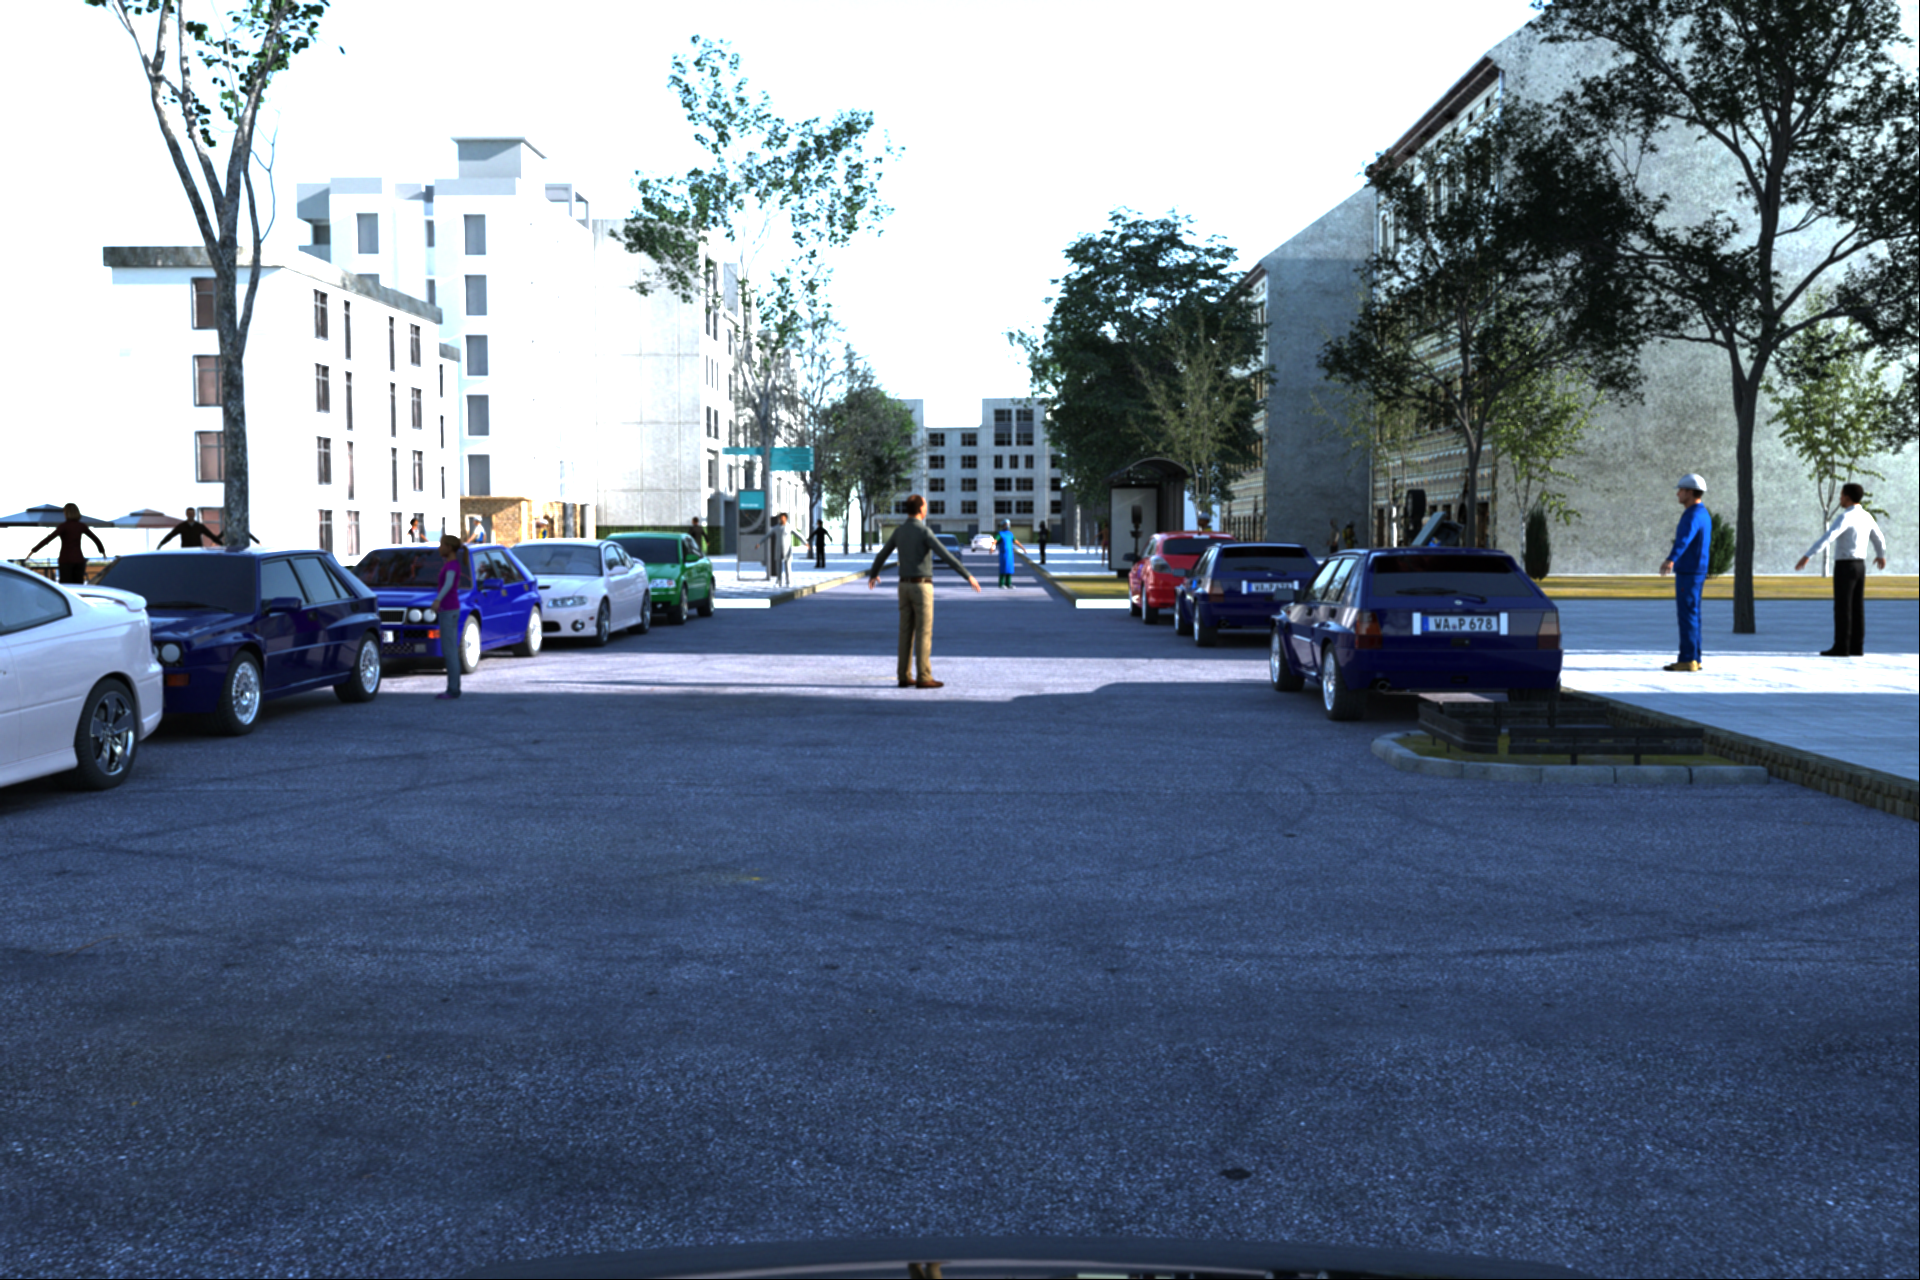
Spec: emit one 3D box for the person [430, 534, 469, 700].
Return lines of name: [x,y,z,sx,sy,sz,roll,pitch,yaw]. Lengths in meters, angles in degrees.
person: [-4.500,-0.204,15.061,0.599,1.433,0.991,-1,4,-11]

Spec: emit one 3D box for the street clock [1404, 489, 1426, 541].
street clock: [7.359,-1.434,28.010,0.358,2.002,0.471,0,4,1]

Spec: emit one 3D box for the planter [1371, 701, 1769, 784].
planter: [3.677,0.624,10.946,1.991,0.319,1.994,0,4,2]

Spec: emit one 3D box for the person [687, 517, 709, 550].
person: [-8.144,-2.876,53.245,0.704,1.802,1.346,2,4,35]

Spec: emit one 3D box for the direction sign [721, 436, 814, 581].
direction sign: [-5.249,-3.625,48.024,2.525,3.948,1.411,0,4,2]

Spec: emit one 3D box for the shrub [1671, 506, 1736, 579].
shrub: [21.198,-2.768,49.294,1.661,2.075,1.752,0,3,0]

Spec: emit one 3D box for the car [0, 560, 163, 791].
car: [-5.710,0.241,8.421,2.083,1.381,4.827,0,4,1]

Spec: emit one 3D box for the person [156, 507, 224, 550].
person: [-15.166,-1.716,34.202,1.346,1.812,0.704,-2,4,-30]

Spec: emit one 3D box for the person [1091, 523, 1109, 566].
person: [5.839,-3.812,69.126,1.217,1.733,0.721,0,4,7]

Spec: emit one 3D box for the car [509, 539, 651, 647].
car: [-5.424,-0.683,23.528,2.083,1.381,4.827,0,4,1]

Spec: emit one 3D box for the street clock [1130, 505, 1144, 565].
street clock: [4.417,-2.368,43.286,0.358,2.002,0.471,0,4,2]

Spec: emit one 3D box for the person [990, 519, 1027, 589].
person: [1.219,-2.256,45.474,1.347,1.817,0.704,-3,5,-44]

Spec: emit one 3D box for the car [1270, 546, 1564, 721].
car: [3.708,-0.125,14.617,1.945,1.354,3.894,0,4,1]

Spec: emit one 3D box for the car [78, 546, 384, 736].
car: [-5.908,-0.057,13.517,1.945,1.354,3.894,0,4,1]

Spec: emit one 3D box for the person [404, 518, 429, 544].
person: [-18.725,-3.267,59.567,0.704,1.843,1.345,1,4,19]

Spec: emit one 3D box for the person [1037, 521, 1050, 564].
person: [3.478,-4.143,73.511,0.705,1.856,1.354,0,4,-6]

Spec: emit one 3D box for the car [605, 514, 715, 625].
car: [-5.202,-1.219,28.732,1.959,1.807,4.718,0,4,1]

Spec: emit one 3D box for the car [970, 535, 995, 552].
car: [1.869,-7.806,139.985,2.083,1.381,4.827,0,4,0]

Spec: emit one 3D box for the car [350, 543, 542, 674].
car: [-5.813,-0.387,18.913,1.945,1.354,3.894,0,4,1]

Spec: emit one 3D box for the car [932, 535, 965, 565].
car: [-0.795,-3.735,73.074,2.014,1.417,4.499,0,4,1]

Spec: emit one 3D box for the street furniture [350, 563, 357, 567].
street furniture: [-12.618,-2.074,49.529,10.072,0.657,5.734,0,4,-1]

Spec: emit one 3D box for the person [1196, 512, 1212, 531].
person: [4.498,-1.448,32.105,0.705,1.833,1.349,0,4,-5]

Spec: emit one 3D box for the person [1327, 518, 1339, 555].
person: [12.132,-3.070,56.324,0.705,1.813,1.348,0,4,3]

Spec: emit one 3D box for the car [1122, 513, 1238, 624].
car: [3.828,-1.217,28.936,2.155,1.783,4.494,0,4,1]

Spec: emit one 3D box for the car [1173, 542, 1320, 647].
car: [3.889,-0.658,23.337,1.945,1.354,3.894,0,4,1]

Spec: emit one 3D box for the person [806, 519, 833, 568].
person: [-5.294,-3.637,65.393,1.347,1.837,0.705,-3,5,-44]

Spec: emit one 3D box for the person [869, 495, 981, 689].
person: [-0.394,-0.456,16.176,1.348,1.796,0.705,3,5,40]

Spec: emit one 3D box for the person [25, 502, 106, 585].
person: [-12.579,-1.078,24.435,0.721,1.729,1.215,2,4,28]

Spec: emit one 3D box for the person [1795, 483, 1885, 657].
person: [9.323,-0.737,18.206,1.344,1.810,0.704,-2,4,-27]

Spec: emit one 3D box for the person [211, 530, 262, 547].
person: [-19.541,-2.482,46.767,1.347,1.806,0.705,-3,4,-36]

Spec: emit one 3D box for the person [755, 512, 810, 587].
person: [-4.277,-2.181,41.849,1.347,1.806,0.705,0,4,7]

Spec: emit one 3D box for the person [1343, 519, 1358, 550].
person: [15.209,-3.770,67.405,0.705,1.858,1.354,0,4,-2]

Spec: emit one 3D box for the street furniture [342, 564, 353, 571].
street furniture: [-13.225,-1.531,40.666,5.734,0.657,10.072,3,4,38]

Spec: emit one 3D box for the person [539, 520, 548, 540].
person: [-14.186,-3.194,58.682,0.721,1.772,1.216,-1,4,-17]

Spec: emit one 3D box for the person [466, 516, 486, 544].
person: [-15.094,-2.954,54.156,0.705,1.847,1.347,0,4,8]

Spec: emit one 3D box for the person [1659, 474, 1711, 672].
person: [6.824,-0.635,16.266,0.705,1.842,1.347,2,4,33]
